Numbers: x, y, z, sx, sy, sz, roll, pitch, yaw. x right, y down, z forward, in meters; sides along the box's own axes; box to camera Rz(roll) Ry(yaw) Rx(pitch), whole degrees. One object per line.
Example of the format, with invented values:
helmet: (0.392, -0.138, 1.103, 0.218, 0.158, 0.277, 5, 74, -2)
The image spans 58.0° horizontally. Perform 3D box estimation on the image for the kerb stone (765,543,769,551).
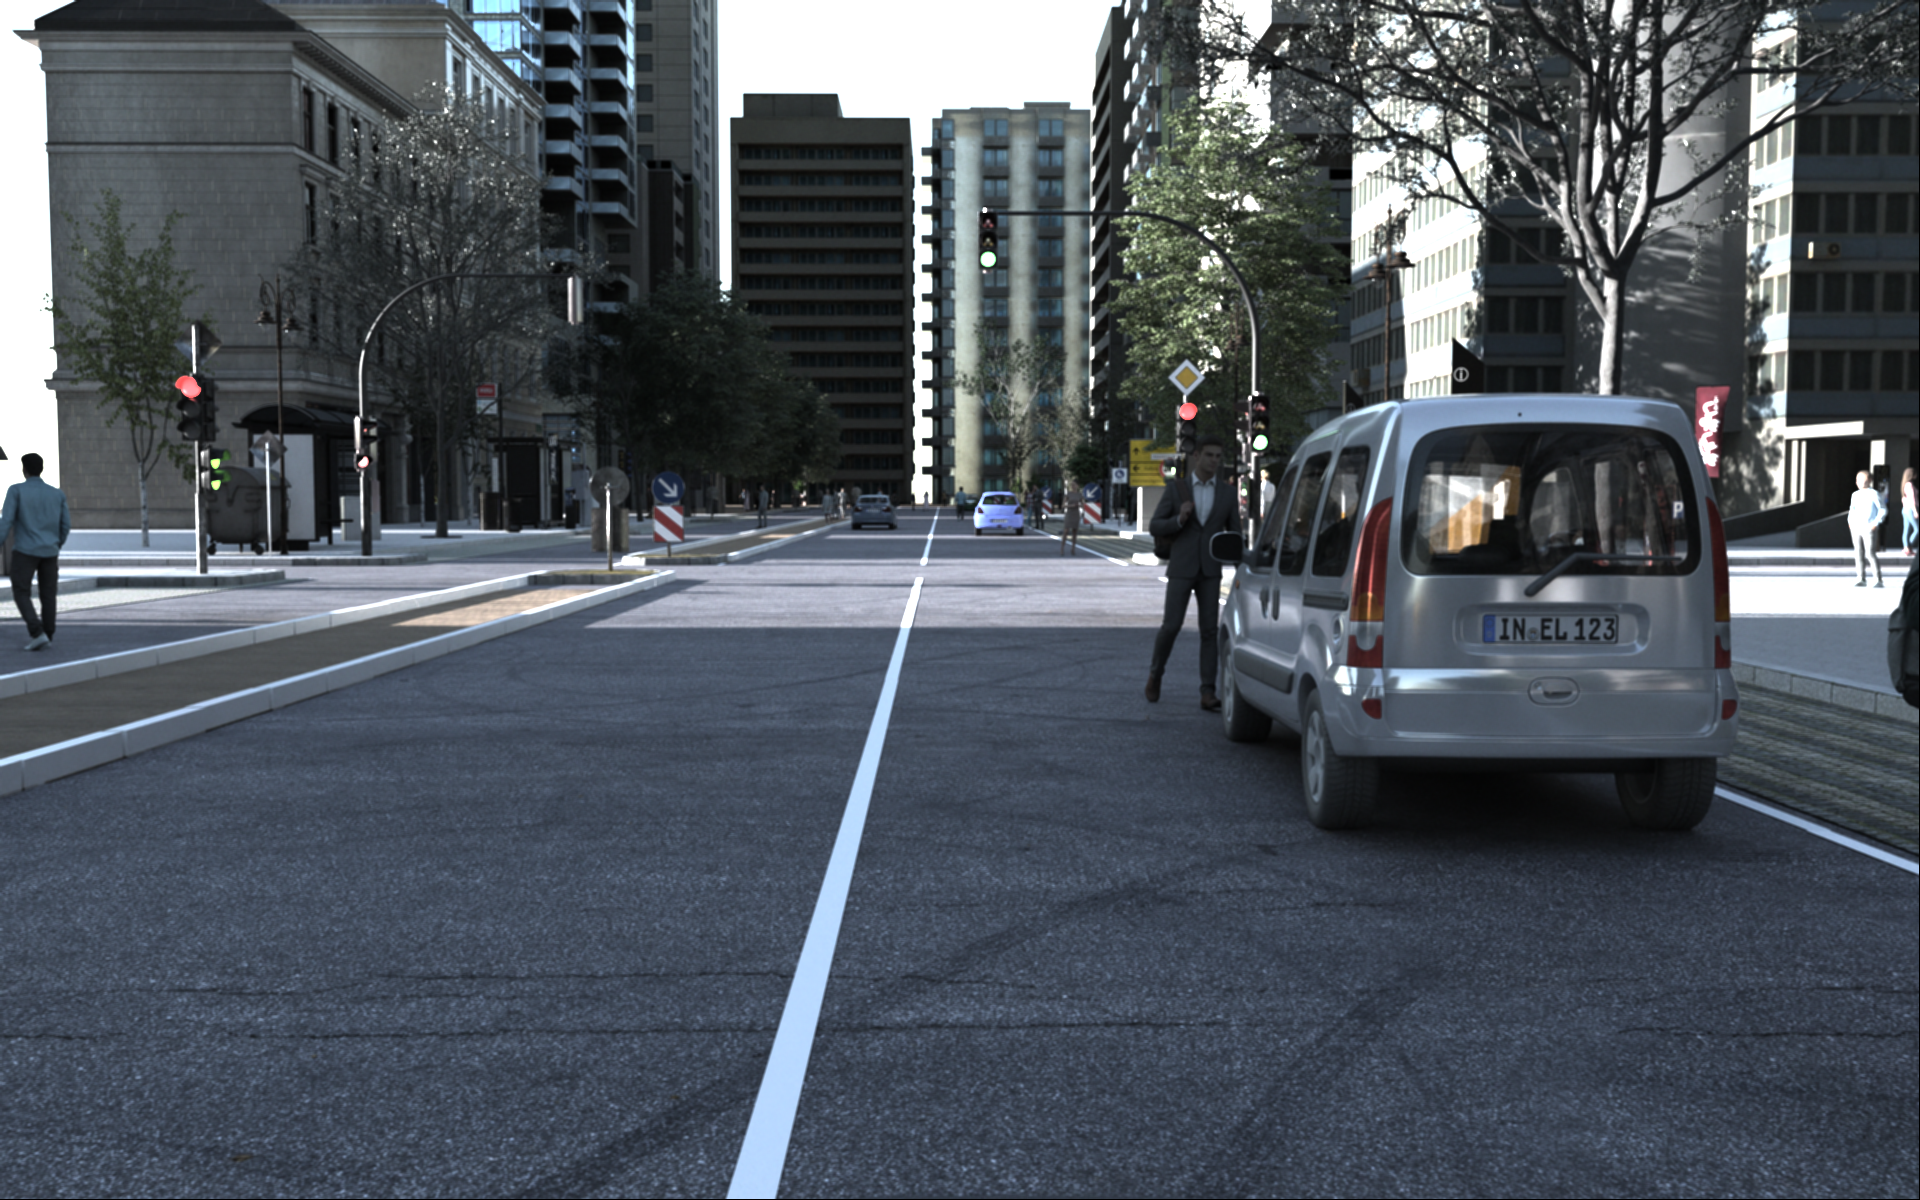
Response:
kerb stone: (-4.929, -1.285, 43.208, 0.120, 0.150, 1.000, 0, 4, -1)

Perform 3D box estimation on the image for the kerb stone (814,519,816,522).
kerb stone: (-7.486, -3.980, 87.273, 0.120, 0.150, 1.000, 0, 4, -1)

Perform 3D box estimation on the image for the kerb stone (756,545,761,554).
kerb stone: (-4.914, -1.159, 41.163, 0.120, 0.150, 1.000, 0, 4, -1)

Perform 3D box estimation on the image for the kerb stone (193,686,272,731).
kerb stone: (-4.618, 0.688, 10.946, 0.120, 0.150, 1.000, 0, 4, -1)

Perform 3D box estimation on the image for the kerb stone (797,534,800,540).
kerb stone: (-5.034, -1.848, 52.439, 0.120, 0.150, 1.000, 0, 4, -1)

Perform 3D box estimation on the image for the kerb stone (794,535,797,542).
kerb stone: (-5.029, -1.786, 51.401, 0.120, 0.150, 1.000, 0, 4, -1)

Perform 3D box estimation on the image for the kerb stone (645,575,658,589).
kerb stone: (-4.775, -0.252, 26.314, 0.120, 0.150, 1.000, 0, 4, -1)

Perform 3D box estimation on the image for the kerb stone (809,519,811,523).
kerb stone: (-7.452, -3.789, 84.182, 0.120, 0.150, 1.000, 0, 4, -1)

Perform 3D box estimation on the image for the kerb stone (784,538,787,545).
kerb stone: (-4.995, -1.598, 48.325, 0.120, 0.150, 1.000, 0, 4, -1)

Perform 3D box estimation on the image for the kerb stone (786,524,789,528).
kerb stone: (-7.326, -3.039, 71.890, 0.120, 0.150, 1.000, 0, 4, -1)

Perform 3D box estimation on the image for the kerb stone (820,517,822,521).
kerb stone: (-7.531, -4.227, 91.369, 0.120, 0.150, 1.000, 0, 4, -1)

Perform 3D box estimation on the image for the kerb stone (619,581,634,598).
kerb stone: (-4.749, -0.125, 24.269, 0.120, 0.150, 1.000, 0, 4, -1)

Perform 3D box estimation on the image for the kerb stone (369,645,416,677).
kerb stone: (-4.641, 0.500, 14.018, 0.120, 0.150, 1.000, 0, 4, -1)

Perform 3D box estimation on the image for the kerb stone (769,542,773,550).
kerb stone: (-4.949, -1.348, 44.230, 0.120, 0.150, 1.000, 0, 4, -1)

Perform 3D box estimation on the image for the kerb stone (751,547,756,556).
kerb stone: (-4.908, -1.097, 40.138, 0.120, 0.150, 1.000, 0, 4, -1)

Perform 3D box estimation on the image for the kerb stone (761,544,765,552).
kerb stone: (-4.931, -1.223, 42.185, 0.120, 0.150, 1.000, 0, 4, -1)

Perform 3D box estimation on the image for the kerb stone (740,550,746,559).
kerb stone: (-4.880, -0.972, 38.094, 0.120, 0.150, 1.000, 0, 4, -1)

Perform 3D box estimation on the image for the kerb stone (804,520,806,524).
kerb stone: (-7.429, -3.603, 81.105, 0.120, 0.150, 1.000, 0, 4, -1)

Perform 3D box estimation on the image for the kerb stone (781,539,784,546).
kerb stone: (-4.977, -1.536, 47.303, 0.120, 0.150, 1.000, 0, 4, -1)

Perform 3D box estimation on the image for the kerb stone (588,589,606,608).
kerb stone: (-4.728, -0.002, 22.220, 0.120, 0.150, 1.000, 0, 4, -1)

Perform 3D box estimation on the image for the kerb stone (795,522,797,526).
kerb stone: (-7.369, -3.284, 75.992, 0.120, 0.150, 1.000, 0, 4, -1)

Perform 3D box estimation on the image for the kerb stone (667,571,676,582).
kerb stone: (-4.787, -0.378, 28.373, 0.120, 0.150, 1.000, 0, 4, -1)

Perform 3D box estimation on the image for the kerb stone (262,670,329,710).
kerb stone: (-4.617, 0.625, 11.972, 0.120, 0.150, 1.000, 0, 4, -1)

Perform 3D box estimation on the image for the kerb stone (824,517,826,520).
kerb stone: (-7.565, -4.419, 94.440, 0.120, 0.150, 1.000, 0, 4, -1)

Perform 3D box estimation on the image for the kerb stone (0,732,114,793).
kerb stone: (-4.589, 0.817, 8.877, 0.120, 0.150, 1.000, 0, 4, -1)

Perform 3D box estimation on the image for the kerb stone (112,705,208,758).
kerb stone: (-4.592, 0.754, 9.911, 0.120, 0.150, 1.000, 0, 4, -1)

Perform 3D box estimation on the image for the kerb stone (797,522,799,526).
kerb stone: (-7.388, -3.352, 77.013, 0.120, 0.150, 1.000, 0, 4, -1)

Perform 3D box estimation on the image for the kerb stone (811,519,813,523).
kerb stone: (-7.474, -3.853, 85.204, 0.120, 0.150, 1.000, 0, 4, -1)

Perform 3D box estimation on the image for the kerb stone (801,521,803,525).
kerb stone: (-7.405, -3.478, 79.061, 0.120, 0.150, 1.000, 0, 4, -1)

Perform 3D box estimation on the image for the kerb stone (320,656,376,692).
kerb stone: (-4.624, 0.563, 12.996, 0.120, 0.150, 1.000, 0, 4, -1)

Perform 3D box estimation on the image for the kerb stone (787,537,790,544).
kerb stone: (-5.007, -1.661, 49.349, 0.120, 0.150, 1.000, 0, 4, -1)

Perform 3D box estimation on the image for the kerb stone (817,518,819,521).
kerb stone: (-7.516, -4.099, 89.317, 0.120, 0.150, 1.000, 0, 4, -1)

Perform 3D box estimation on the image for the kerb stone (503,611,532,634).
kerb stone: (-4.686, 0.249, 18.123, 0.120, 0.150, 1.000, 0, 4, -1)

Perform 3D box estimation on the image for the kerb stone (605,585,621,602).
kerb stone: (-4.744, -0.064, 23.247, 0.120, 0.150, 1.000, 0, 4, -1)

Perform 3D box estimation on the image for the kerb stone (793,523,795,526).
kerb stone: (-7.359, -3.228, 74.969, 0.120, 0.150, 1.000, 0, 4, -1)

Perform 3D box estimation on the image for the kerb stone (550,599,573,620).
kerb stone: (-4.703, 0.125, 20.166, 0.120, 0.150, 1.000, 0, 4, -1)

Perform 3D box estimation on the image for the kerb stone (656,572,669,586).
kerb stone: (-4.780, -0.314, 27.345, 0.120, 0.150, 1.000, 0, 4, -1)

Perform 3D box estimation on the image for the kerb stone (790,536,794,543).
kerb stone: (-5.016, -1.720, 50.376, 0.120, 0.150, 1.000, 0, 4, -1)

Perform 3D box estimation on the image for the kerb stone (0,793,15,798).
kerb stone: (-4.579, 0.877, 7.849, 0.120, 0.150, 1.000, 0, 4, -1)

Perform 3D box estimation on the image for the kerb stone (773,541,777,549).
kerb stone: (-4.952, -1.408, 45.254, 0.120, 0.150, 1.000, 0, 4, -1)

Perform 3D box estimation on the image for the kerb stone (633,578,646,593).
kerb stone: (-4.762, -0.187, 25.293, 0.120, 0.150, 1.000, 0, 4, -1)

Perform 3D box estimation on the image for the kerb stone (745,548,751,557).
kerb stone: (-4.893, -1.035, 39.116, 0.120, 0.150, 1.000, 0, 4, -1)

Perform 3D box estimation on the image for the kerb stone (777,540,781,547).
kerb stone: (-4.965, -1.473, 46.280, 0.120, 0.150, 1.000, 0, 4, -1)

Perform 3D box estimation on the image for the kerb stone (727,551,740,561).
kerb stone: (-4.879, -0.910, 37.071, 0.120, 0.150, 1.000, 0, 4, -1)

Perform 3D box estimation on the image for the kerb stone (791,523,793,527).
kerb stone: (-7.354, -3.163, 73.935, 0.120, 0.150, 1.000, 0, 4, -1)

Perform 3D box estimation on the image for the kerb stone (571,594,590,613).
kerb stone: (-4.719, 0.062, 21.188, 0.120, 0.150, 1.000, 0, 4, -1)

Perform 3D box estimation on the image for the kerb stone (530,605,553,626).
kerb stone: (-4.696, 0.191, 19.145, 0.120, 0.150, 1.000, 0, 4, -1)

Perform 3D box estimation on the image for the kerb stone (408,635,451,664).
kerb stone: (-4.647, 0.438, 15.042, 0.120, 0.150, 1.000, 0, 4, -1)

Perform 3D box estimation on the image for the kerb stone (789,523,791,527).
kerb stone: (-7.345, -3.102, 72.912, 0.120, 0.150, 1.000, 0, 4, -1)

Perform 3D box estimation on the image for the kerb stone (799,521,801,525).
kerb stone: (-7.396, -3.415, 78.038, 0.120, 0.150, 1.000, 0, 4, -1)

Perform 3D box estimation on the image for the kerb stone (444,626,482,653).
kerb stone: (-4.659, 0.375, 16.077, 0.120, 0.150, 1.000, 0, 4, -1)

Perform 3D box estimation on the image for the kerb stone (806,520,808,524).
kerb stone: (-7.440, -3.665, 82.138, 0.120, 0.150, 1.000, 0, 4, -1)

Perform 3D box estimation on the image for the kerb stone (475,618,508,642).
kerb stone: (-4.676, 0.313, 17.101, 0.120, 0.150, 1.000, 0, 4, -1)
